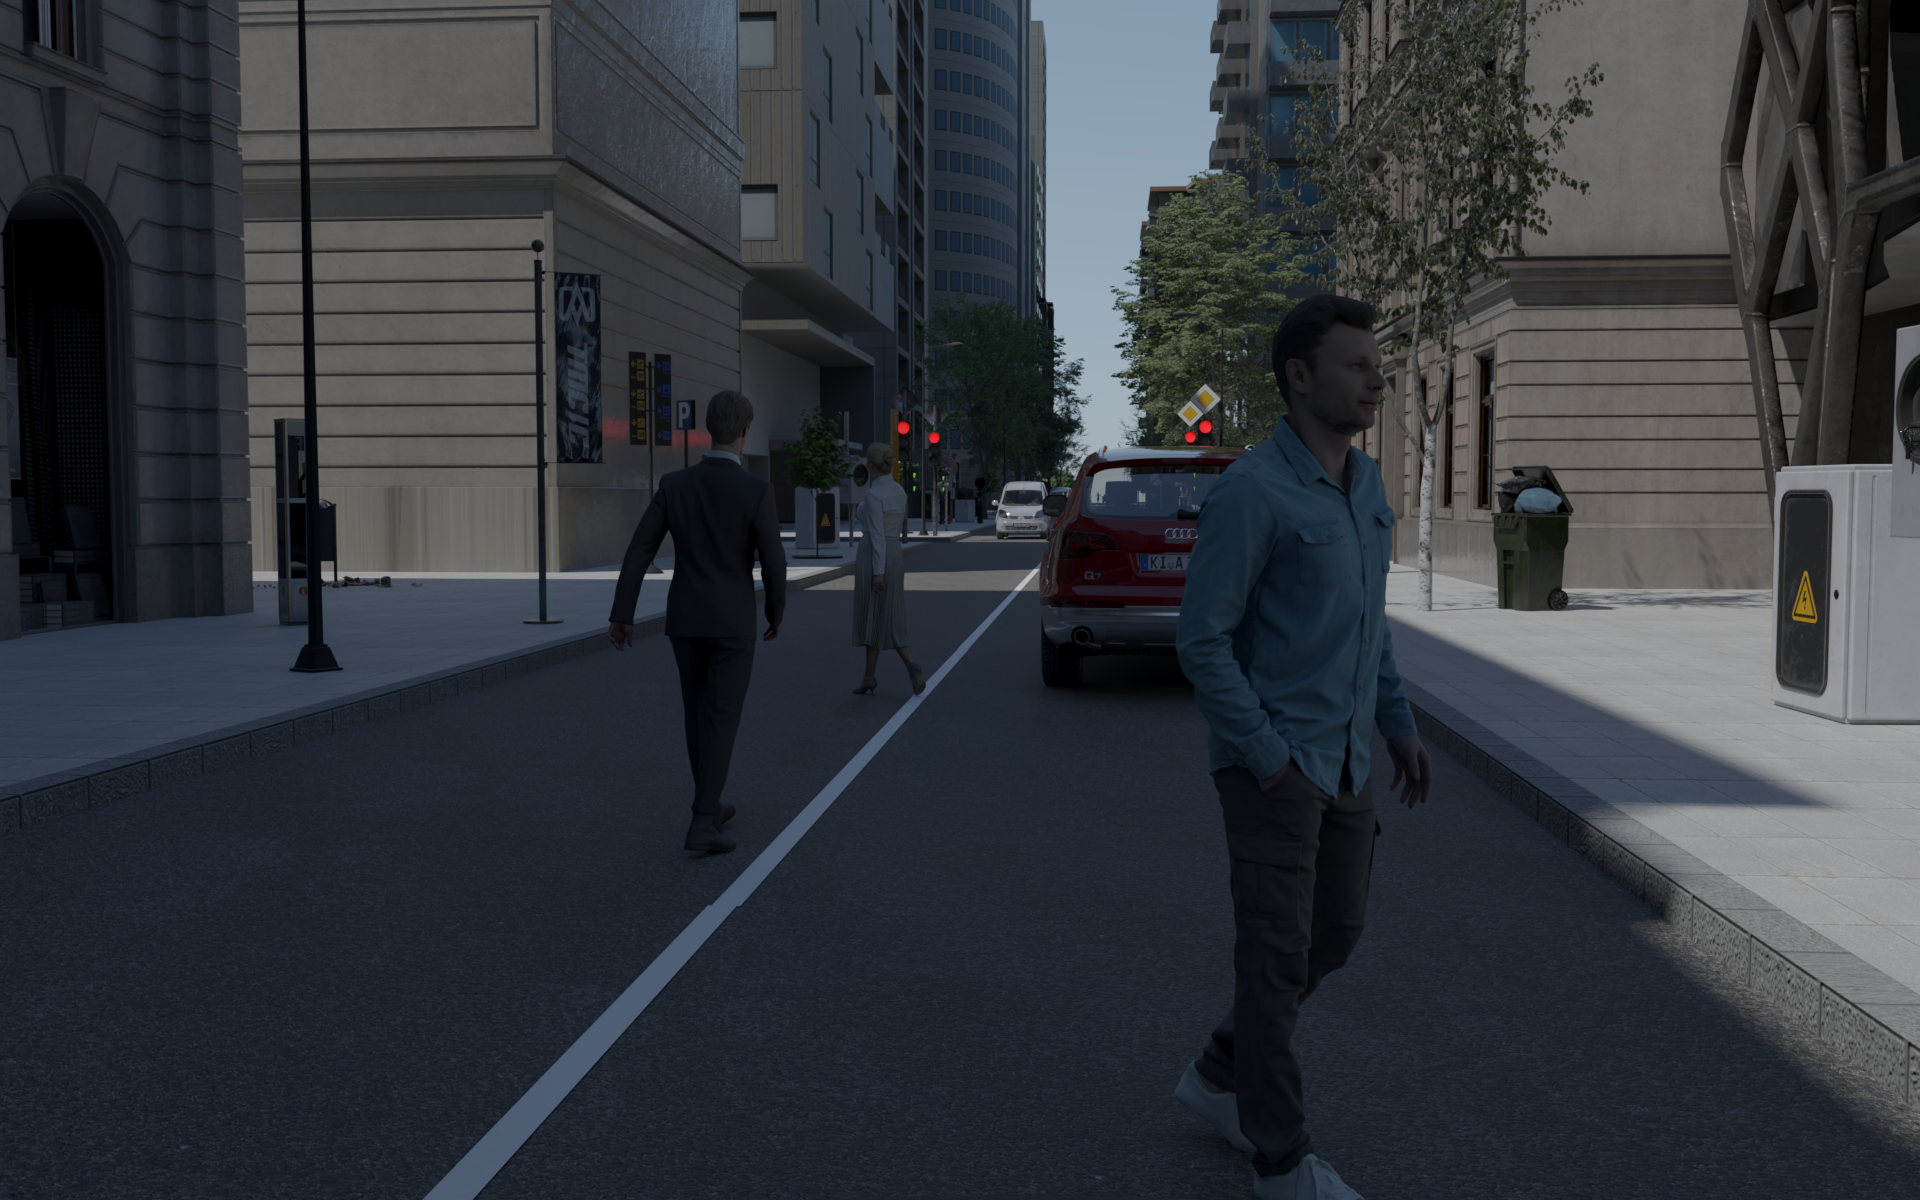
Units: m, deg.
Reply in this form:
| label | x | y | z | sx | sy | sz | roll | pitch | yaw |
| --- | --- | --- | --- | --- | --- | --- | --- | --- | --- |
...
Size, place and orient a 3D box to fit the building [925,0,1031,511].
| label | x | y | z | sx | sy | sz | roll | pitch | yaw |
| --- | --- | --- | --- | --- | --- | --- | --- | --- | --- |
| building | -4.140 | -38.458 | 170.791 | 21.231 | 58.520 | 28.212 | 0 | 4 | 5 |

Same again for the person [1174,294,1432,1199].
| label | x | y | z | sx | sy | sz | roll | pitch | yaw |
| --- | --- | --- | --- | --- | --- | --- | --- | --- | --- |
| person | 0.664 | 0.302 | 3.581 | 0.620 | 1.820 | 0.660 | 3 | 5 | 39 |

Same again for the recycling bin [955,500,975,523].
| label | x | y | z | sx | sy | sz | roll | pitch | yaw |
| --- | --- | --- | --- | --- | --- | --- | --- | --- | --- |
| recycling bin | 0.223 | -4.011 | 78.141 | 0.722 | 1.027 | 0.722 | 1 | 4 | 23 |

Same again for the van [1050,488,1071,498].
| label | x | y | z | sx | sy | sz | roll | pitch | yaw |
| --- | --- | --- | --- | --- | --- | --- | --- | --- | --- |
| van | 6.397 | -6.294 | 109.918 | 2.013 | 2.044 | 4.112 | 0 | 4 | 5 |

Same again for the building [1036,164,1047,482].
| label | x | y | z | sx | sy | sz | roll | pitch | yaw |
| --- | --- | --- | --- | --- | --- | --- | --- | --- | --- |
| building | -0.593 | -37.265 | 228.885 | 23.786 | 49.044 | 30.456 | 0 | 4 | 5 |

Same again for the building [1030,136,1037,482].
| label | x | y | z | sx | sy | sz | roll | pitch | yaw |
| --- | --- | --- | --- | --- | --- | --- | --- | --- | --- |
| building | 1.186 | -31.130 | 192.562 | 14.154 | 41.232 | 14.086 | 0 | 4 | 5 |

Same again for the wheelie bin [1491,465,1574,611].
| label | x | y | z | sx | sy | sz | roll | pitch | yaw |
| --- | --- | --- | --- | --- | --- | --- | --- | --- | --- |
| wheelie bin | 6.316 | -0.688 | 19.152 | 0.693 | 1.594 | 0.980 | -1 | 4 | -17 |

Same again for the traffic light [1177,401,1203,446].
| label | x | y | z | sx | sy | sz | roll | pitch | yaw |
| --- | --- | --- | --- | --- | --- | --- | --- | --- | --- |
| traffic light | 6.895 | -3.866 | 52.130 | 0.839 | 4.253 | 0.868 | 0 | 4 | 5 |

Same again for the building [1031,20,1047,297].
| label | x | y | z | sx | sy | sz | roll | pitch | yaw |
| --- | --- | --- | --- | --- | --- | --- | --- | --- | --- |
| building | 5.135 | -50.755 | 268.098 | 20.563 | 71.187 | 20.611 | 0 | 4 | 5 |

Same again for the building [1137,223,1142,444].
| label | x | y | z | sx | sy | sz | roll | pitch | yaw |
| --- | --- | --- | --- | --- | --- | --- | --- | --- | --- |
| building | 38.962 | -37.645 | 270.111 | 22.147 | 44.769 | 28.867 | 0 | 4 | 5 |

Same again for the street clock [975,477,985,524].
| label | x | y | z | sx | sy | sz | roll | pitch | yaw |
| --- | --- | --- | --- | --- | --- | --- | --- | --- | --- |
| street clock | 0.877 | -4.339 | 75.508 | 0.358 | 2.002 | 0.471 | 3 | 5 | 41 |

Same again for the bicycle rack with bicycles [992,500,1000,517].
| label | x | y | z | sx | sy | sz | roll | pitch | yaw |
| --- | --- | --- | --- | --- | --- | --- | --- | --- | --- |
| bicycle rack with bicycles | 1.502 | -5.237 | 99.002 | 2.852 | 0.926 | 2.925 | 1 | 4 | 15 |

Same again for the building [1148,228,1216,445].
| label | x | y | z | sx | sy | sz | roll | pitch | yaw |
| --- | --- | --- | --- | --- | --- | --- | --- | --- | --- |
| building | 28.525 | -25.730 | 192.393 | 14.160 | 30.474 | 14.107 | 0 | 4 | 5 |

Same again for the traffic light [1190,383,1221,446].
| label | x | y | z | sx | sy | sz | roll | pitch | yaw |
| --- | --- | --- | --- | --- | --- | --- | --- | --- | --- |
| traffic light | 6.220 | -3.379 | 44.174 | 0.839 | 4.253 | 0.868 | 0 | 4 | 5 |

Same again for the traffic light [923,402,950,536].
| label | x | y | z | sx | sy | sz | roll | pitch | yaw |
| --- | --- | --- | --- | --- | --- | --- | --- | --- | --- |
| traffic light | -0.740 | -3.905 | 52.760 | 0.839 | 4.253 | 0.868 | 0 | 4 | 5 |

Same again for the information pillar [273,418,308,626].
| label | x | y | z | sx | sy | sz | roll | pitch | yaw |
| --- | --- | --- | --- | --- | --- | --- | --- | --- | --- |
| information pillar | -6.501 | -0.763 | 16.975 | 0.304 | 2.012 | 0.304 | -3 | 5 | -39 |

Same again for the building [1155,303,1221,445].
| label | x | y | z | sx | sy | sz | roll | pitch | yaw |
| --- | --- | --- | --- | --- | --- | --- | --- | --- | --- |
| building | 33.537 | -19.918 | 170.703 | 27.650 | 21.520 | 28.899 | 0 | 4 | 5 |

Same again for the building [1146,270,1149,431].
| label | x | y | z | sx | sy | sz | roll | pitch | yaw |
| --- | --- | --- | --- | --- | --- | --- | --- | --- | --- |
| building | 30.709 | -27.408 | 219.814 | 14.160 | 30.474 | 14.107 | 0 | 4 | 5 |

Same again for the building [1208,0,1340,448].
| label | x | y | z | sx | sy | sz | roll | pitch | yaw |
| --- | --- | --- | --- | --- | --- | --- | --- | --- | --- |
| building | 25.535 | -29.156 | 96.311 | 23.786 | 49.044 | 30.456 | 0 | 4 | 5 |

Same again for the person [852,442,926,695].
| label | x | y | z | sx | sy | sz | roll | pitch | yaw |
| --- | --- | --- | --- | --- | --- | --- | --- | --- | --- |
| person | -0.506 | -0.218 | 12.291 | 0.641 | 1.798 | 0.478 | 3 | 5 | 43 |

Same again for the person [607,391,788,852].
| label | x | y | z | sx | sy | sz | roll | pitch | yaw |
| --- | --- | --- | --- | --- | --- | --- | --- | --- | --- |
| person | -0.995 | 0.072 | 7.093 | 0.659 | 1.850 | 0.755 | 1 | 4 | 15 |

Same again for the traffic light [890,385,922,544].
| label | x | y | z | sx | sy | sz | roll | pitch | yaw |
| --- | --- | --- | --- | --- | --- | --- | --- | --- | --- |
| traffic light | -1.415 | -3.418 | 44.803 | 0.839 | 4.253 | 0.868 | 0 | 4 | 5 |

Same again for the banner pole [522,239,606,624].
| label | x | y | z | sx | sy | sz | roll | pitch | yaw |
| --- | --- | --- | --- | --- | --- | --- | --- | --- | --- |
| banner pole | -3.947 | -1.665 | 17.240 | 0.863 | 3.779 | 0.401 | -2 | 4 | -28 |

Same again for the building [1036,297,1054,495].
| label | x | y | z | sx | sy | sz | roll | pitch | yaw |
| --- | --- | --- | --- | --- | --- | --- | --- | --- | --- |
| building | 6.405 | -29.326 | 251.180 | 14.160 | 30.474 | 14.107 | 0 | 4 | 5 |

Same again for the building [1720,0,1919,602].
| label | x | y | z | sx | sy | sz | roll | pitch | yaw |
| --- | --- | --- | --- | --- | --- | --- | --- | --- | --- |
| building | 15.598 | -8.920 | 13.287 | 16.820 | 18.784 | 16.811 | 0 | 4 | 5 |

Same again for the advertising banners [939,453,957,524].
| label | x | y | z | sx | sy | sz | roll | pitch | yaw |
| --- | --- | --- | --- | --- | --- | --- | --- | --- | --- |
| advertising banners | -0.502 | -4.754 | 73.911 | 0.090 | 3.025 | 2.074 | 1 | 4 | 21 |

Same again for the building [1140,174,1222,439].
| label | x | y | z | sx | sy | sz | roll | pitch | yaw |
| --- | --- | --- | --- | --- | --- | --- | --- | --- | --- |
| building | 36.982 | -35.849 | 240.759 | 22.147 | 44.769 | 28.867 | 0 | 4 | 5 |

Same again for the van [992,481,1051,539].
| label | x | y | z | sx | sy | sz | roll | pitch | yaw |
| --- | --- | --- | --- | --- | --- | --- | --- | --- | --- |
| van | 2.085 | -3.018 | 56.348 | 2.013 | 2.044 | 4.112 | 0 | 4 | 5 |

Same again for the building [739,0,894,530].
| label | x | y | z | sx | sy | sz | roll | pitch | yaw |
| --- | --- | --- | --- | --- | --- | --- | --- | --- | --- |
| building | -17.258 | -29.291 | 68.148 | 28.713 | 52.752 | 27.495 | 0 | 4 | 5 |

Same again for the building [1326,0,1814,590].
| label | x | y | z | sx | sy | sz | roll | pitch | yaw |
| --- | --- | --- | --- | --- | --- | --- | --- | --- | --- |
| building | 12.762 | -10.212 | 31.595 | 10.561 | 19.102 | 19.286 | 0 | 4 | 5 |

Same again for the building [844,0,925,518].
| label | x | y | z | sx | sy | sz | roll | pitch | yaw |
| --- | --- | --- | --- | --- | --- | --- | --- | --- | --- |
| building | -10.513 | -40.611 | 102.241 | 20.563 | 71.187 | 20.611 | 0 | 4 | 5 |

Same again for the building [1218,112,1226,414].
| label | x | y | z | sx | sy | sz | roll | pitch | yaw |
| --- | --- | --- | --- | --- | --- | --- | --- | --- | --- |
| building | 34.286 | -27.558 | 142.450 | 32.217 | 40.220 | 23.993 | 0 | 4 | 5 |

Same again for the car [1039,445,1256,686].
| label | x | y | z | sx | sy | sz | roll | pitch | yaw |
| --- | --- | --- | --- | --- | --- | --- | --- | --- | --- |
| car | 1.781 | -0.348 | 14.363 | 2.281 | 1.827 | 5.304 | 0 | 4 | 6 |

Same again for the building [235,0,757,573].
| label | x | y | z | sx | sy | sz | roll | pitch | yaw |
| --- | --- | --- | --- | --- | --- | --- | --- | --- | --- |
| building | -20.098 | -12.396 | 35.960 | 30.059 | 22.955 | 16.112 | 0 | 4 | 5 |
